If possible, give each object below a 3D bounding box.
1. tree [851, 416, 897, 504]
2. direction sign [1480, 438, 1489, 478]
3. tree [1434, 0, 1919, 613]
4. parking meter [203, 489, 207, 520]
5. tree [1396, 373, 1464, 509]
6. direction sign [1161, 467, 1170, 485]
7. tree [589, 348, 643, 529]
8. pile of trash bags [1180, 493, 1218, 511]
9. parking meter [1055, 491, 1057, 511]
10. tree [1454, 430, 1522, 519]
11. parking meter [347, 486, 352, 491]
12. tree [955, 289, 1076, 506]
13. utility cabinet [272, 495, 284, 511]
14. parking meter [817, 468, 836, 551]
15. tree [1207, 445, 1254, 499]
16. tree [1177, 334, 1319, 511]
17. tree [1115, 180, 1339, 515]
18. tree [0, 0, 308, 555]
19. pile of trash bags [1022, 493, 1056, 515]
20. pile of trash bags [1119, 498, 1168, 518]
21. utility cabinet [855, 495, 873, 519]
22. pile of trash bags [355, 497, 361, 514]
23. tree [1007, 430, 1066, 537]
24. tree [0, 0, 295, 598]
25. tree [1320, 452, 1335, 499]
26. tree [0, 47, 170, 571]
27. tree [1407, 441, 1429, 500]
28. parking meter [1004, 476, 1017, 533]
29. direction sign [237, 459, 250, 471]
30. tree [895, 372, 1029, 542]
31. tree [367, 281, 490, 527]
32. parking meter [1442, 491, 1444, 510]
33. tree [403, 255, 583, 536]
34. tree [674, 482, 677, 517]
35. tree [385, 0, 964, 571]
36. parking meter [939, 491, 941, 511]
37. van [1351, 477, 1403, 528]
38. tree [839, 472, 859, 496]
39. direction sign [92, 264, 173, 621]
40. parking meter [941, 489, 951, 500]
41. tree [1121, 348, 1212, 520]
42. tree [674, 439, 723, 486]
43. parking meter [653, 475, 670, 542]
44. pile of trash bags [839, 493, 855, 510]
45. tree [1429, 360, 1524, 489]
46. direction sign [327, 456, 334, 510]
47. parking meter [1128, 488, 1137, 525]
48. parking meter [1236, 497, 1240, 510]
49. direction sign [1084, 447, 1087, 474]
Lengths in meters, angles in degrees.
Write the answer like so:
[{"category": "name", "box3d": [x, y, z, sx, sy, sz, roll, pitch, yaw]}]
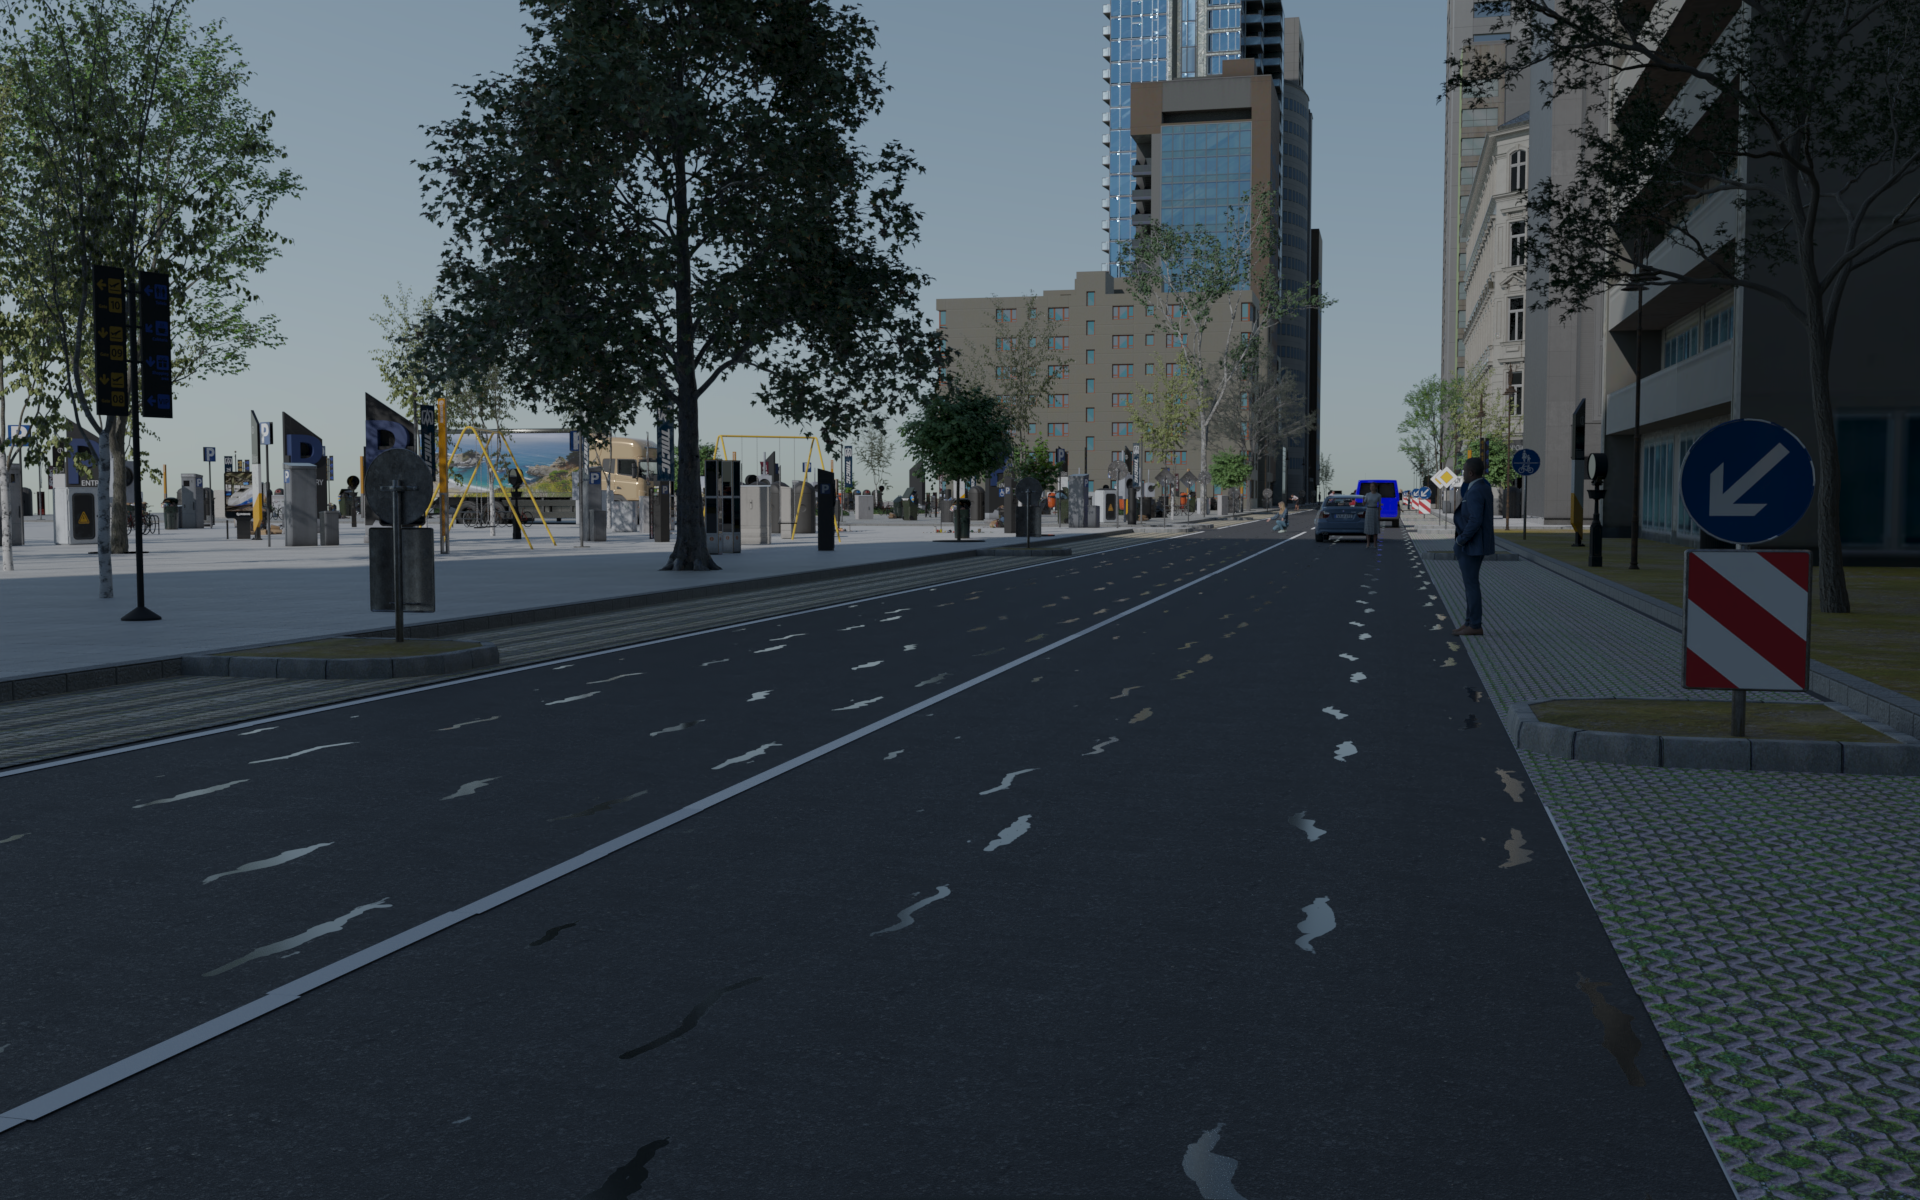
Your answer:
[{"category": "tree", "box3d": [-7.183, -12.063, 147.594, 4.360, 8.622, 3.978, 0, 3, 0]}, {"category": "direction sign", "box3d": [21.102, -4.757, 69.776, 0.379, 3.537, 0.876, 3, 5, 39]}, {"category": "tree", "box3d": [9.320, -5.160, 18.776, 8.767, 10.594, 7.601, -2, 4, -35]}, {"category": "parking meter", "box3d": [-37.223, -4.688, 85.053, 0.372, 1.533, 0.369, 0, 3, 0]}, {"category": "tree", "box3d": [40.918, -13.545, 147.221, 9.928, 11.665, 9.643, 0, 3, 0]}, {"category": "direction sign", "box3d": [17.482, -9.514, 147.546, 0.876, 3.537, 0.379, 3, 5, 39]}, {"category": "tree", "box3d": [-13.249, -6.951, 64.006, 4.360, 8.622, 3.978, 0, 3, 0]}, {"category": "pile of trash bags", "box3d": [18.729, -7.636, 134.603, 3.447, 1.369, 1.912, -1, 4, -14]}, {"category": "parking meter", "box3d": [7.593, -7.759, 135.278, 0.372, 1.533, 0.369, 0, 3, 0]}, {"category": "tree", "box3d": [26.961, -6.407, 88.475, 4.285, 4.588, 4.351, 0, 3, 0]}, {"category": "parking meter", "box3d": [-43.080, -7.131, 122.309, 0.255, 1.863, 0.399, -2, 4, -33]}, {"category": "tree", "box3d": [1.909, -6.804, 61.610, 4.360, 8.622, 3.978, 0, 3, 0]}, {"category": "utility cabinet", "box3d": [-39.123, -5.425, 99.856, 1.020, 1.237, 0.306, -1, 4, -21]}, {"category": "parking meter", "box3d": [-3.015, -2.049, 39.215, 0.399, 1.863, 0.255, 0, 4, 4]}, {"category": "tree", "box3d": [18.165, -8.132, 116.669, 4.285, 4.588, 4.351, 0, 3, 0]}, {"category": "tree", "box3d": [21.995, -13.533, 131.631, 12.009, 13.543, 11.850, 0, 3, 0]}, {"category": "tree", "box3d": [16.030, -15.223, 104.785, 12.611, 20.169, 13.585, 0, 3, 0]}, {"category": "tree", "box3d": [-17.969, -6.794, 36.830, 9.928, 11.665, 9.643, 0, 3, 0]}, {"category": "pile of trash bags", "box3d": [4.932, -5.944, 106.934, 1.912, 1.369, 3.447, -2, 4, -30]}, {"category": "pile of trash bags", "box3d": [9.578, -5.078, 92.770, 1.912, 1.369, 3.447, 3, 4, 39]}, {"category": "utility cabinet", "box3d": [-4.899, -4.745, 88.748, 1.020, 1.237, 0.306, -3, 5, -44]}, {"category": "pile of trash bags", "box3d": [-37.731, -6.183, 110.841, 1.912, 1.369, 3.447, 3, 5, 41]}, {"category": "tree", "box3d": [2.486, -3.548, 52.606, 1.663, 3.219, 1.824, 0, 3, 0]}, {"category": "tree", "box3d": [-10.550, -4.344, 21.389, 4.360, 8.622, 3.978, 0, 3, 0]}, {"category": "tree", "box3d": [62.997, -21.347, 299.389, 4.737, 8.622, 4.395, 0, 3, 0]}, {"category": "tree", "box3d": [-15.724, -4.793, 28.726, 4.737, 8.622, 4.395, 0, 3, 0]}, {"category": "tree", "box3d": [60.482, -16.848, 225.823, 4.737, 8.622, 4.395, 0, 3, 0]}, {"category": "parking meter", "box3d": [1.653, -3.111, 56.579, 0.255, 1.863, 0.399, -3, 5, -43]}, {"category": "direction sign", "box3d": [-46.876, -7.425, 113.402, 0.876, 3.537, 0.379, 1, 4, 12]}, {"category": "tree", "box3d": [-0.055, -3.848, 46.637, 4.285, 4.588, 4.351, 0, 3, 0]}, {"category": "tree", "box3d": [-18.514, -6.731, 60.412, 4.737, 8.622, 4.395, 0, 3, 0]}, {"category": "parking meter", "box3d": [37.938, -7.781, 135.627, 0.372, 1.533, 0.369, 0, 3, 0]}, {"category": "tree", "box3d": [-14.420, -6.250, 52.542, 4.360, 8.622, 3.978, 0, 3, 0]}, {"category": "tree", "box3d": [-16.131, -6.376, 98.846, 1.663, 3.219, 1.824, 0, 3, 0]}, {"category": "tree", "box3d": [-4.674, -6.846, 28.938, 9.611, 12.733, 9.660, 0, 3, 0]}, {"category": "parking meter", "box3d": [-1.375, -7.386, 129.176, 0.372, 1.533, 0.369, 0, 3, 0]}, {"category": "van", "box3d": [18.123, -4.337, 75.300, 2.240, 2.365, 5.245, 1, 4, 13]}, {"category": "tree", "box3d": [-8.490, -8.234, 129.227, 1.663, 3.219, 1.824, 0, 3, 0]}, {"category": "direction sign", "box3d": [-8.340, -1.562, 17.537, 0.379, 3.537, 0.876, 2, 4, 26]}, {"category": "parking meter", "box3d": [-0.617, -4.847, 87.658, 0.372, 1.533, 0.369, 0, 3, 0]}, {"category": "tree", "box3d": [10.413, -8.332, 86.595, 4.737, 8.622, 4.395, 0, 3, 0]}, {"category": "tree", "box3d": [-14.457, -6.754, 94.149, 4.285, 4.588, 4.351, 0, 3, 0]}, {"category": "parking meter", "box3d": [-7.953, -2.473, 46.144, 0.255, 1.863, 0.399, 3, 4, 38]}, {"category": "pile of trash bags", "box3d": [-8.720, -7.936, 139.506, 3.447, 1.369, 1.912, 3, 5, 44]}, {"category": "tree", "box3d": [28.478, -8.816, 94.503, 4.737, 8.622, 4.395, 0, 3, 0]}, {"category": "direction sign", "box3d": [-37.170, -6.729, 102.016, 0.876, 3.537, 0.379, 2, 4, 33]}, {"category": "parking meter", "box3d": [7.224, -3.931, 72.682, 0.372, 1.533, 0.369, 0, 3, 0]}, {"category": "parking meter", "box3d": [22.278, -7.988, 139.008, 0.372, 1.533, 0.369, 0, 3, 0]}, {"category": "direction sign", "box3d": [6.115, -5.641, 84.235, 0.379, 3.537, 0.876, 1, 4, 10]}]
